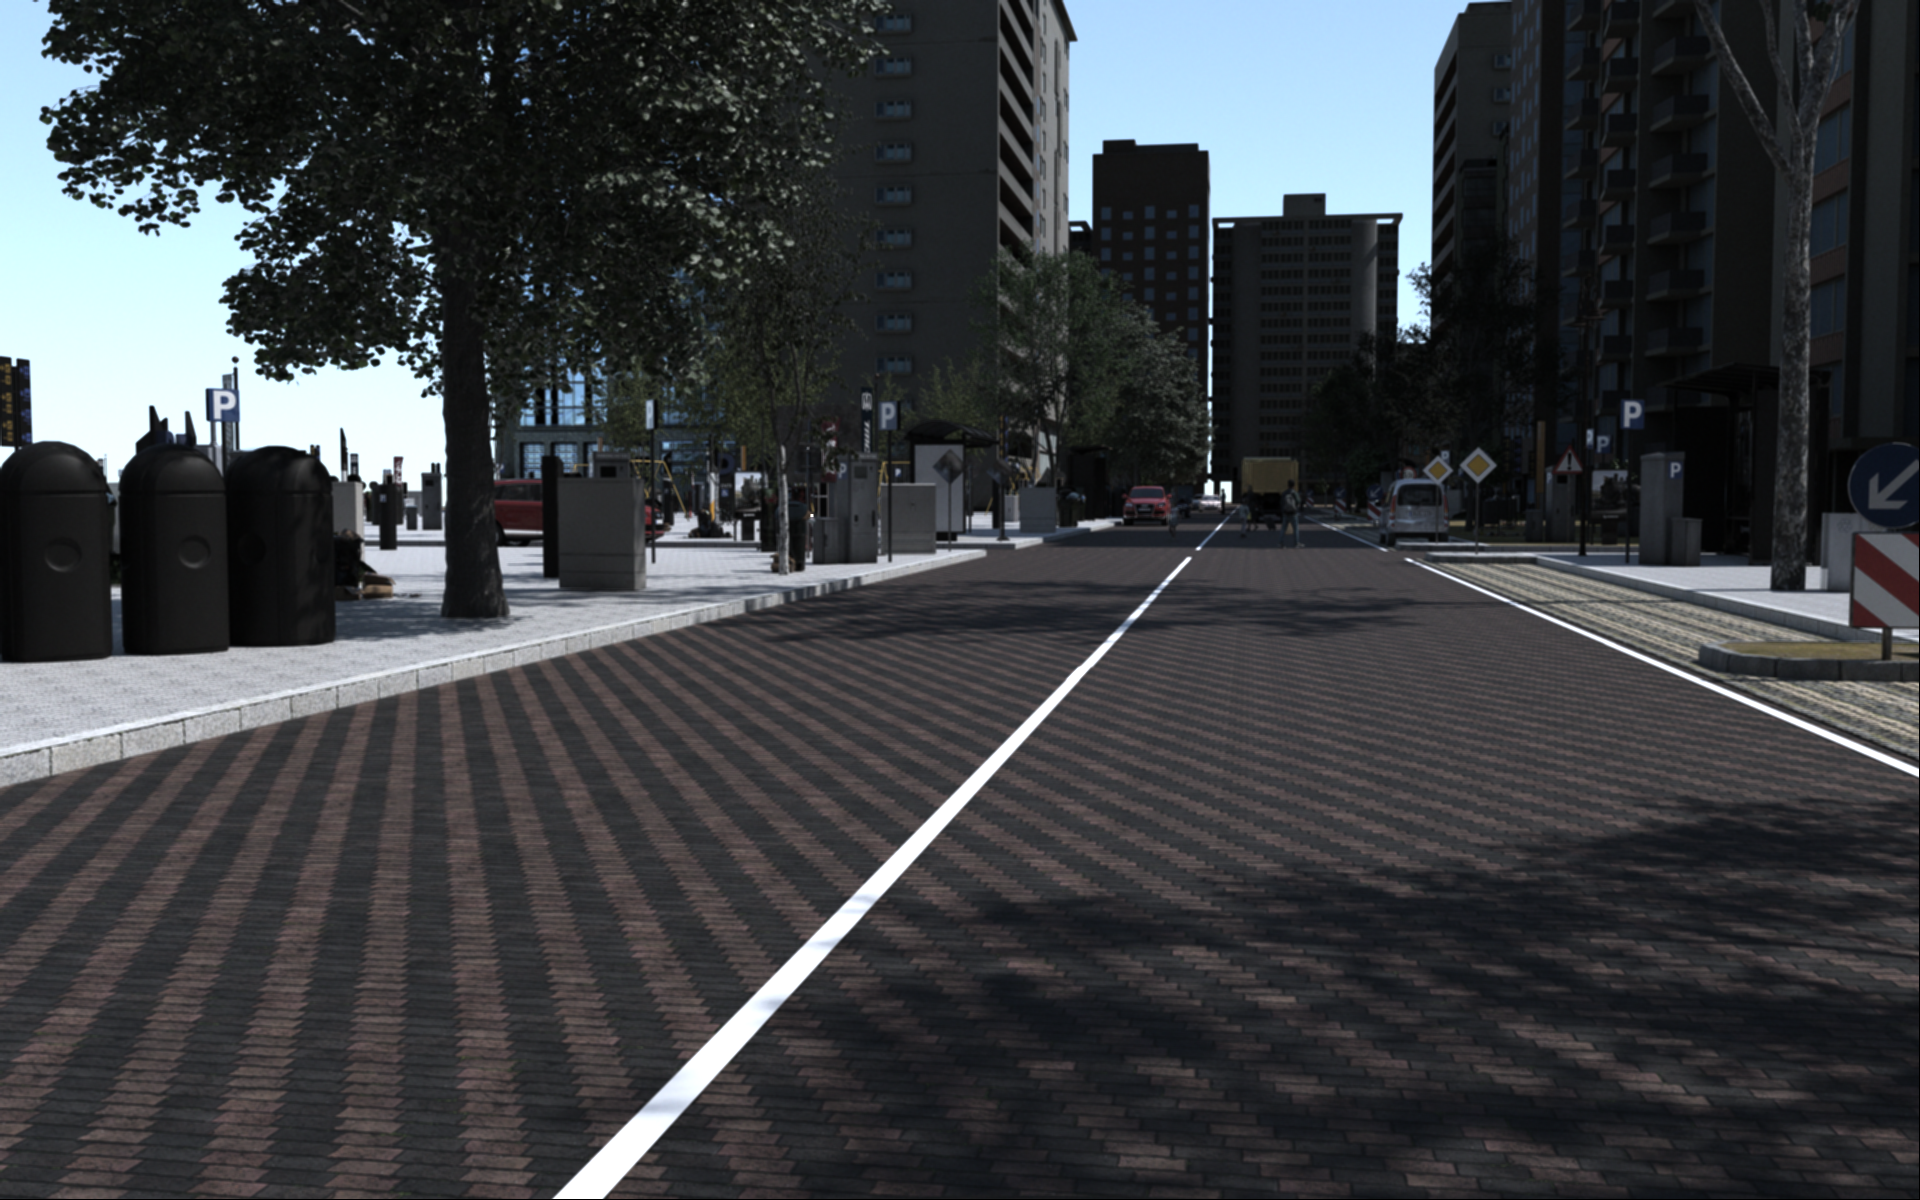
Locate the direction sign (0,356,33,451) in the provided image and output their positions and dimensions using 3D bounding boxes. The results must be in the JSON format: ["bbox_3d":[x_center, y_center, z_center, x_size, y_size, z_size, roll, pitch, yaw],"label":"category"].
[{"bbox_3d":[-15.697,-2.254,28.843,0.379,3.537,0.876,0,4,2],"label":"direction sign"}]

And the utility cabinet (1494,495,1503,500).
[{"bbox_3d":[34.939,-6.180,112.198,1.020,1.237,0.306,-3,5,-44],"label":"utility cabinet"}]

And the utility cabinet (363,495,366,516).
[{"bbox_3d":[-40.036,-6.421,116.143,1.020,1.237,0.306,0,4,-7],"label":"utility cabinet"}]

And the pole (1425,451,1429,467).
[{"bbox_3d":[21.927,-5.352,81.344,0.158,3.312,0.155,0,3,0],"label":"pole"}]

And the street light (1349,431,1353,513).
[{"bbox_3d":[26.574,-8.867,117.763,0.468,5.910,1.993,1,4,9],"label":"street light"}]

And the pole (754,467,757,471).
[{"bbox_3d":[-14.597,-7.953,123.866,0.158,3.312,0.155,0,3,0],"label":"pole"}]

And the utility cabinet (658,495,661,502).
[{"bbox_3d":[-17.880,-5.527,101.531,0.306,1.237,1.020,-3,4,-38],"label":"utility cabinet"}]

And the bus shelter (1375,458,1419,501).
[{"bbox_3d":[24.939,-6.423,98.946,2.014,3.302,5.546,1,4,10],"label":"bus shelter"}]

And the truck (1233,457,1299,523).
[{"bbox_3d":[16.031,-5.767,90.218,3.469,3.379,9.791,0,4,8],"label":"truck"}]

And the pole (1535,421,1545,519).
[{"bbox_3d":[16.238,-3.341,48.471,0.158,3.312,0.155,0,3,0],"label":"pole"}]

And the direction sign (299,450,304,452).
[{"bbox_3d":[-33.567,-5.952,89.312,0.876,3.537,0.379,-2,4,-23],"label":"direction sign"}]

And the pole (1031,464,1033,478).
[{"bbox_3d":[4.797,-7.444,115.553,0.158,3.312,0.155,0,3,0],"label":"pole"}]

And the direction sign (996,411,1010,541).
[{"bbox_3d":[1.196,-3.417,47.868,0.379,3.537,0.876,1,4,17],"label":"direction sign"}]

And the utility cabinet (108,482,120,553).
[{"bbox_3d":[-15.807,-1.477,32.830,0.318,1.500,1.173,-3,5,-40],"label":"utility cabinet"}]

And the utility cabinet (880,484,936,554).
[{"bbox_3d":[-1.104,-1.717,36.749,1.173,1.500,0.318,0,4,-6],"label":"utility cabinet"}]

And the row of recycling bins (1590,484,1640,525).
[{"bbox_3d":[28.185,-4.057,73.444,3.534,1.692,1.069,-2,4,-27],"label":"row of recycling bins"}]

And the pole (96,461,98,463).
[{"bbox_3d":[-53.231,-6.907,106.774,0.158,3.312,0.155,0,3,0],"label":"pole"}]

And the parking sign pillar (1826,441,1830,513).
[{"bbox_3d":[25.636,-3.874,51.814,1.447,3.967,1.447,2,4,35],"label":"parking sign pillar"}]

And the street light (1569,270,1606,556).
[{"bbox_3d":[12.945,-3.857,35.842,0.468,5.910,1.993,1,4,9],"label":"street light"}]

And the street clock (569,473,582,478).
[{"bbox_3d":[-12.958,-3.297,58.471,0.358,2.002,0.471,2,4,26],"label":"street clock"}]

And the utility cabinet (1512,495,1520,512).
[{"bbox_3d":[34.266,-5.855,106.895,0.306,1.237,1.020,0,4,2],"label":"utility cabinet"}]

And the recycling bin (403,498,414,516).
[{"bbox_3d":[-33.181,-5.576,103.723,0.722,1.027,0.722,2,4,34],"label":"recycling bin"}]

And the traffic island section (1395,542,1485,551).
[{"bbox_3d":[12.304,-1.367,44.636,2.009,0.180,2.903,1,4,9],"label":"traffic island section"}]

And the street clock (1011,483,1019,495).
[{"bbox_3d":[3.727,-6.890,117.215,0.471,2.002,0.358,-3,4,-37],"label":"street clock"}]

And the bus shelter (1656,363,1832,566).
[{"bbox_3d":[15.178,-2.606,33.894,1.731,3.624,6.357,1,4,10],"label":"bus shelter"}]

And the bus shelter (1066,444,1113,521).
[{"bbox_3d":[6.405,-5.740,85.136,1.731,3.624,6.357,1,4,10],"label":"bus shelter"}]

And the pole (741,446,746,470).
[{"bbox_3d":[-9.138,-4.851,73.153,0.158,3.312,0.155,0,3,0],"label":"pole"}]

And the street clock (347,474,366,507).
[{"bbox_3d":[-22.042,-3.576,63.040,0.471,2.002,0.358,1,4,8],"label":"street clock"}]

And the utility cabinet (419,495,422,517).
[{"bbox_3d":[-30.368,-5.368,98.924,1.020,1.237,0.306,-1,4,-14],"label":"utility cabinet"}]

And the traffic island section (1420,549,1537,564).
[{"bbox_3d":[10.983,-0.886,36.761,2.009,0.180,2.903,1,4,9],"label":"traffic island section"}]

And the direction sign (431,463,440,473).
[{"bbox_3d":[-37.939,-8.160,125.420,0.379,3.537,0.876,2,4,27],"label":"direction sign"}]

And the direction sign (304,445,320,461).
[{"bbox_3d":[-29.606,-5.359,79.611,0.379,3.537,0.876,0,4,7],"label":"direction sign"}]

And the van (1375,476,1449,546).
[{"bbox_3d":[12.719,-2.546,48.640,2.013,2.044,4.112,1,4,9],"label":"van"}]

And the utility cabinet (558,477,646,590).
[{"bbox_3d":[-4.776,-0.884,23.125,1.173,1.500,0.318,1,4,22],"label":"utility cabinet"}]

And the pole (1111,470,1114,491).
[{"bbox_3d":[10.655,-7.771,120.892,0.158,3.312,0.155,0,3,0],"label":"pole"}]

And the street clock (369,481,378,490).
[{"bbox_3d":[-33.389,-5.756,98.681,0.471,2.002,0.358,1,4,21],"label":"street clock"}]

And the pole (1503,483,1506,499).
[{"bbox_3d":[34.835,-7.150,110.746,0.158,3.312,0.155,0,3,0],"label":"pole"}]

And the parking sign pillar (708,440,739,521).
[{"bbox_3d":[-11.193,-5.709,81.806,1.447,3.967,1.447,-2,4,-28],"label":"parking sign pillar"}]

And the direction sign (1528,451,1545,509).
[{"bbox_3d":[30.066,-6.018,90.398,0.379,3.537,0.876,-3,5,-44],"label":"direction sign"}]

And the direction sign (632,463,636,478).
[{"bbox_3d":[-23.644,-8.177,125.687,0.379,3.537,0.876,-2,4,-26],"label":"direction sign"}]

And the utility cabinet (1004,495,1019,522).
[{"bbox_3d":[2.263,-4.172,79.372,0.306,1.237,1.020,-2,4,-35],"label":"utility cabinet"}]

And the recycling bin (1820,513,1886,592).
[{"bbox_3d":[11.817,-0.631,22.870,0.722,1.027,0.722,1,4,18],"label":"recycling bin"}]

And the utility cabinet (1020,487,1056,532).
[{"bbox_3d":[2.576,-2.963,57.126,1.173,1.500,0.318,1,4,10],"label":"utility cabinet"}]

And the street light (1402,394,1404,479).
[{"bbox_3d":[19.903,-6.425,77.839,0.468,5.910,1.993,1,4,9],"label":"street light"}]

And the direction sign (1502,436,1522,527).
[{"bbox_3d":[21.479,-4.615,67.446,0.379,3.537,0.876,-2,4,-35],"label":"direction sign"}]

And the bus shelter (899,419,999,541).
[{"bbox_3d":[-0.195,-3.403,49.561,2.014,3.302,5.546,1,4,10],"label":"bus shelter"}]

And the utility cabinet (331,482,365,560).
[{"bbox_3d":[-11.254,-1.360,30.911,1.173,1.500,0.318,1,4,8],"label":"utility cabinet"}]

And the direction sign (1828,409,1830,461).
[{"bbox_3d":[23.189,-3.326,46.379,0.379,3.537,0.876,1,4,22],"label":"direction sign"}]

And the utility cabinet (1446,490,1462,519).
[{"bbox_3d":[25.115,-4.900,88.794,1.173,1.500,0.318,3,5,40],"label":"utility cabinet"}]

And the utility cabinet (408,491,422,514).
[{"bbox_3d":[-34.739,-6.240,110.703,1.173,1.500,0.318,0,4,-7],"label":"utility cabinet"}]

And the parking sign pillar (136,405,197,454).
[{"bbox_3d":[-24.556,-3.970,53.388,1.447,3.967,1.447,-1,4,-11],"label":"parking sign pillar"}]

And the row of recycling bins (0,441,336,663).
[{"bbox_3d":[-6.758,-0.414,13.885,1.069,1.692,3.534,3,5,45],"label":"row of recycling bins"}]

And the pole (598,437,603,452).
[{"bbox_3d":[-12.965,-4.199,62.495,0.158,3.312,0.155,0,3,0],"label":"pole"}]

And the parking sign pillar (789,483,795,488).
[{"bbox_3d":[-11.482,-8.239,123.186,1.447,3.967,1.447,-2,4,-33],"label":"parking sign pillar"}]
